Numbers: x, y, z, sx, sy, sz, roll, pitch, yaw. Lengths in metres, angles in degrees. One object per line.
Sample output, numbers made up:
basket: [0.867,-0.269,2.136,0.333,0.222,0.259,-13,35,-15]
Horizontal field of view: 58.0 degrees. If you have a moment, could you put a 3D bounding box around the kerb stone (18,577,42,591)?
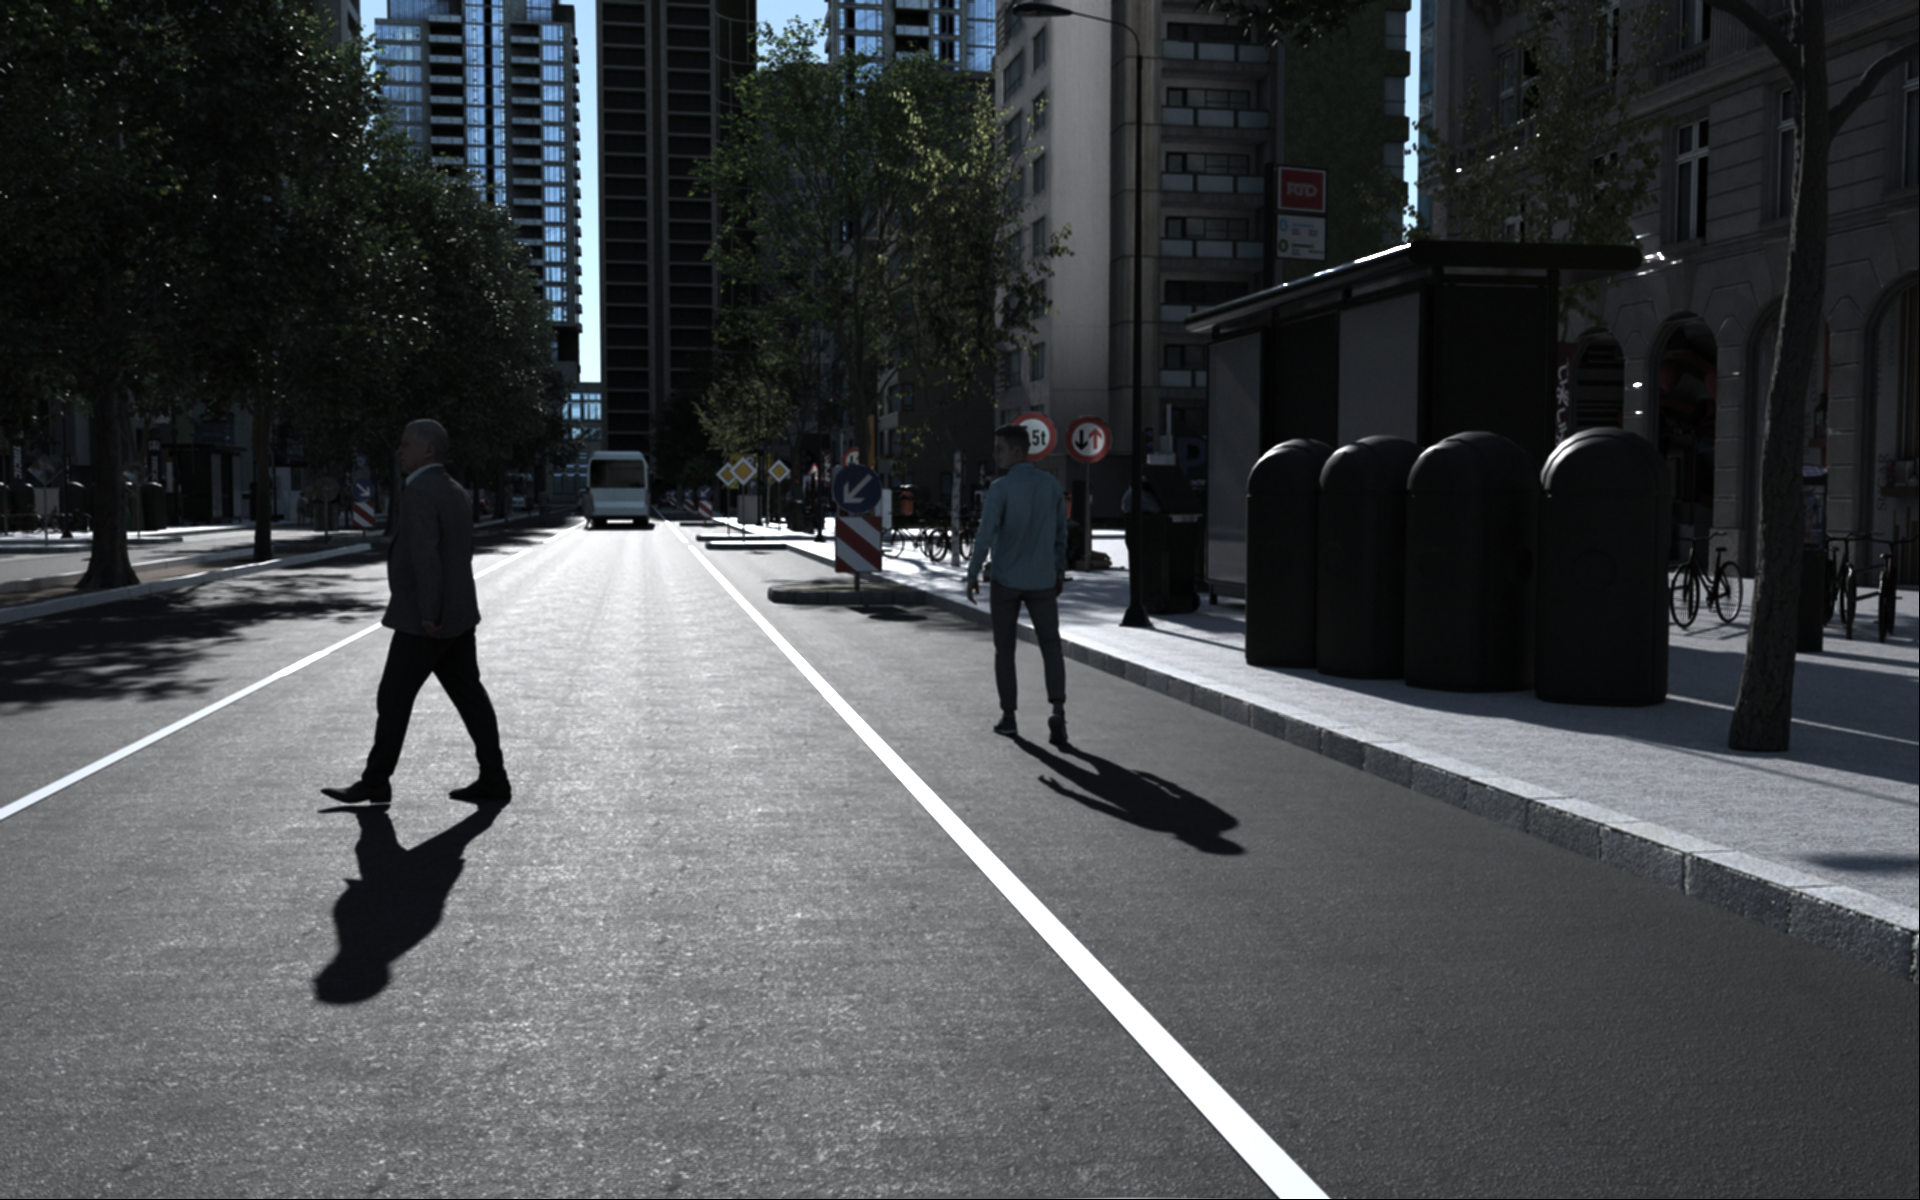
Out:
kerb stone: [-13.961,-0.221,25.812,0.120,0.150,1.000,-1,4,-10]

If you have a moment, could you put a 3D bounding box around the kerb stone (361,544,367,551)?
kerb stone: [-15.056,-1.294,43.365,0.120,0.150,1.000,-1,4,-10]

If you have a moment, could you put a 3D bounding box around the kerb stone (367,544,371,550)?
kerb stone: [-15.241,-1.356,44.373,0.120,0.150,1.000,-1,4,-10]

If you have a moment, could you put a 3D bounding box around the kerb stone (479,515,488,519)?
kerb stone: [-27.797,-4.815,100.978,0.120,0.150,1.000,-1,4,-10]

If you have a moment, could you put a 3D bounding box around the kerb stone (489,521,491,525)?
kerb stone: [-21.660,-3.487,79.202,0.120,0.150,1.000,-1,4,-10]

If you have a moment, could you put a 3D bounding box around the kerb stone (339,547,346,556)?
kerb stone: [-14.505,-1.108,40.349,0.120,0.150,1.000,-1,4,-10]

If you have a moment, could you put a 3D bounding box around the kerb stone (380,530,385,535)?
kerb stone: [-20.370,-2.351,60.658,0.120,0.150,1.000,-1,4,-10]

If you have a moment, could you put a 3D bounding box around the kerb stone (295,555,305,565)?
kerb stone: [-13.578,-0.801,35.319,0.120,0.150,1.000,-1,4,-10]

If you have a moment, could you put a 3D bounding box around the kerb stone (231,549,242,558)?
kerb stone: [-16.375,-1.023,38.921,0.120,0.150,1.000,-1,4,-10]

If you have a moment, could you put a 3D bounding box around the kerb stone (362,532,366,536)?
kerb stone: [-19.637,-2.105,56.620,0.120,0.150,1.000,-1,4,-10]

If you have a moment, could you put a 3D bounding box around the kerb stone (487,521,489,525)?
kerb stone: [-21.467,-3.425,78.196,0.120,0.150,1.000,-1,4,-10]

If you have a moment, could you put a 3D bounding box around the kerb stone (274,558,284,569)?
kerb stone: [-13.209,-0.678,33.308,0.120,0.150,1.000,-1,4,-10]

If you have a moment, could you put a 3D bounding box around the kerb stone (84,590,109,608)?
kerb stone: [-11.158,0.002,22.200,0.120,0.150,1.000,-1,4,-10]

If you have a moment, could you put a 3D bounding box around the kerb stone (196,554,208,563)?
kerb stone: [-15.816,-0.837,35.889,0.120,0.150,1.000,-1,4,-10]

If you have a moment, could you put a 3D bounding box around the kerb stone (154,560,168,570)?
kerb stone: [-15.266,-0.648,32.859,0.120,0.150,1.000,-1,4,-10]

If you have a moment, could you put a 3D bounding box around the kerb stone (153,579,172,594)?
kerb stone: [-11.710,-0.181,25.233,0.120,0.150,1.000,-1,4,-10]

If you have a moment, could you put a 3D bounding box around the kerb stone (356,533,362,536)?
kerb stone: [-19.442,-2.044,55.616,0.120,0.150,1.000,-1,4,-10]

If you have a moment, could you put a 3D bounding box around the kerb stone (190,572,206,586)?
kerb stone: [-12.093,-0.305,27.247,0.120,0.150,1.000,-1,4,-10]

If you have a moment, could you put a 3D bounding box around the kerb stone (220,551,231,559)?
kerb stone: [-16.188,-0.956,37.903,0.120,0.150,1.000,-1,4,-10]

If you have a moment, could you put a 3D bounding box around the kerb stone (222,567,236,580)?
kerb stone: [-12.464,-0.433,29.279,0.120,0.150,1.000,-1,4,-10]

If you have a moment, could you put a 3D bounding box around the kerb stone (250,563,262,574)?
kerb stone: [-12.831,-0.555,31.290,0.120,0.150,1.000,-1,4,-10]

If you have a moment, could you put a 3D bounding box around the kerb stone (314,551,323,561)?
kerb stone: [-13.945,-0.923,37.330,0.120,0.150,1.000,-1,4,-10]

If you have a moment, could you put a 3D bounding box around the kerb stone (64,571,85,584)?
kerb stone: [-14.330,-0.340,27.824,0.120,0.150,1.000,-1,4,-10]

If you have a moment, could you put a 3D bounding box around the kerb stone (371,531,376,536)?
kerb stone: [-20.006,-2.229,58.639,0.120,0.150,1.000,-1,4,-10]

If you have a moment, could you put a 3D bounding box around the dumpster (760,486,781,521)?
dumpster: [-9.035,-4.654,81.845,1.264,1.857,1.865,-1,4,-10]

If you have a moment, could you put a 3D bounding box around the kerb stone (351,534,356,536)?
kerb stone: [-19.261,-1.974,54.605,0.120,0.150,1.000,-1,4,-10]

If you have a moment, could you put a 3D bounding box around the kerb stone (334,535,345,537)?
kerb stone: [-18.891,-1.859,52.593,0.120,0.150,1.000,-1,4,-10]

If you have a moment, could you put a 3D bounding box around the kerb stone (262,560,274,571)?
kerb stone: [-13.019,-0.607,32.304,0.120,0.150,1.000,-1,4,-10]

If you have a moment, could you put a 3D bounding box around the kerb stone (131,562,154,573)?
kerb stone: [-15.073,-0.586,31.846,0.120,0.150,1.000,-1,4,-10]

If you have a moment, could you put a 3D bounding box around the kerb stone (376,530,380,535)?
kerb stone: [-20.192,-2.290,59.645,0.120,0.150,1.000,-1,4,-10]

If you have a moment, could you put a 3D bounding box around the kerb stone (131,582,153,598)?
kerb stone: [-11.533,-0.124,24.225,0.120,0.150,1.000,-1,4,-10]

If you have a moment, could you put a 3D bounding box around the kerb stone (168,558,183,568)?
kerb stone: [-15.437,-0.714,33.867,0.120,0.150,1.000,-1,4,-10]

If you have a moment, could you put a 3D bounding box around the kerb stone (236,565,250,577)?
kerb stone: [-12.645,-0.495,30.285,0.120,0.150,1.000,-1,4,-10]

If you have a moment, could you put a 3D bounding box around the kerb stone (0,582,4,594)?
kerb stone: [-13.775,-0.157,24.807,0.120,0.150,1.000,-1,4,-10]

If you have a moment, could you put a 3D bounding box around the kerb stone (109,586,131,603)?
kerb stone: [-11.348,-0.059,23.209,0.120,0.150,1.000,-1,4,-10]

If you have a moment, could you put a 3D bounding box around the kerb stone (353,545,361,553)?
kerb stone: [-14.869,-1.233,42.361,0.120,0.150,1.000,-1,4,-10]

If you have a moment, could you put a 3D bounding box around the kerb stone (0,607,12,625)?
kerb stone: [-10.602,0.184,19.185,0.120,0.150,1.000,-1,4,-10]

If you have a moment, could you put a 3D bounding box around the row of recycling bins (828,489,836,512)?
row of recycling bins: [-7.944,-7.318,126.762,3.534,1.692,1.069,-2,4,-25]

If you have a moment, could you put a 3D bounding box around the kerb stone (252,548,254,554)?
kerb stone: [-16.752,-1.142,40.940,0.120,0.150,1.000,-1,4,-10]

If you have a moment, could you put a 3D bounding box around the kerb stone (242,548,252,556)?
kerb stone: [-16.559,-1.085,39.928,0.120,0.150,1.000,-1,4,-10]

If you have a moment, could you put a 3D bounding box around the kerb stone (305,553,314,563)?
kerb stone: [-13.760,-0.864,36.325,0.120,0.150,1.000,-1,4,-10]

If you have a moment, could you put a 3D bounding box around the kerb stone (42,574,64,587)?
kerb stone: [-14.146,-0.283,26.819,0.120,0.150,1.000,-1,4,-10]

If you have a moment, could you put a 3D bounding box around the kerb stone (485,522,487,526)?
kerb stone: [-21.289,-3.363,77.185,0.120,0.150,1.000,-1,4,-10]

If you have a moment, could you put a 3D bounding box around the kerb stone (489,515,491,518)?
kerb stone: [-28.169,-4.940,102.988,0.120,0.150,1.000,-1,4,-10]

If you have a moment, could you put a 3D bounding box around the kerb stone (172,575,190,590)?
kerb stone: [-11.902,-0.248,26.243,0.120,0.150,1.000,-1,4,-10]

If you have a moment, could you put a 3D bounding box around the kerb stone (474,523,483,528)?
kerb stone: [-20.911,-3.228,75.175,0.120,0.150,1.000,-1,4,-10]

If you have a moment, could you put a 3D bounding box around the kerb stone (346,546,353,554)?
kerb stone: [-14.691,-1.169,41.354,0.120,0.150,1.000,-1,4,-10]

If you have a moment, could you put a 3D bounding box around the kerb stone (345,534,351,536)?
kerb stone: [-19.074,-1.921,53.599,0.120,0.150,1.000,-1,4,-10]

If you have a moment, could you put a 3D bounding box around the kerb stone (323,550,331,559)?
kerb stone: [-14.126,-0.987,38.336,0.120,0.150,1.000,-1,4,-10]

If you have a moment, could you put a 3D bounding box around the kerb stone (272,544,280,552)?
kerb stone: [-17.299,-1.332,43.975,0.120,0.150,1.000,-1,4,-10]

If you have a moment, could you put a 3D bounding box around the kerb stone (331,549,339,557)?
kerb stone: [-14.322,-1.049,39.343,0.120,0.150,1.000,-1,4,-10]

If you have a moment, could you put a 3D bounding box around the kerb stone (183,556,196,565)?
kerb stone: [-15.629,-0.776,34.878,0.120,0.150,1.000,-1,4,-10]

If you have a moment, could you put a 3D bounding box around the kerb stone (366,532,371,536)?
kerb stone: [-19.823,-2.164,57.634,0.120,0.150,1.000,-1,4,-10]

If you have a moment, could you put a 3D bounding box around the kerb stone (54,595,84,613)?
kerb stone: [-10.978,0.061,21.194,0.120,0.150,1.000,-1,4,-10]

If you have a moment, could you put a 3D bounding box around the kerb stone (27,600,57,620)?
kerb stone: [-10.787,0.134,20.191,0.120,0.150,1.000,-1,4,-10]

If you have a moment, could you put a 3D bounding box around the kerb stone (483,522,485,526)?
kerb stone: [-21.103,-3.295,76.180,0.120,0.150,1.000,-1,4,-10]

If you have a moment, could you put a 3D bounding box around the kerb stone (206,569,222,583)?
kerb stone: [-12.273,-0.371,28.255,0.120,0.150,1.000,-1,4,-10]

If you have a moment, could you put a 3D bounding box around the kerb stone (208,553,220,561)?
kerb stone: [-16.004,-0.899,36.894,0.120,0.150,1.000,-1,4,-10]

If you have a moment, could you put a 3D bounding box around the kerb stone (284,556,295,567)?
kerb stone: [-13.396,-0.741,34.312,0.120,0.150,1.000,-1,4,-10]
